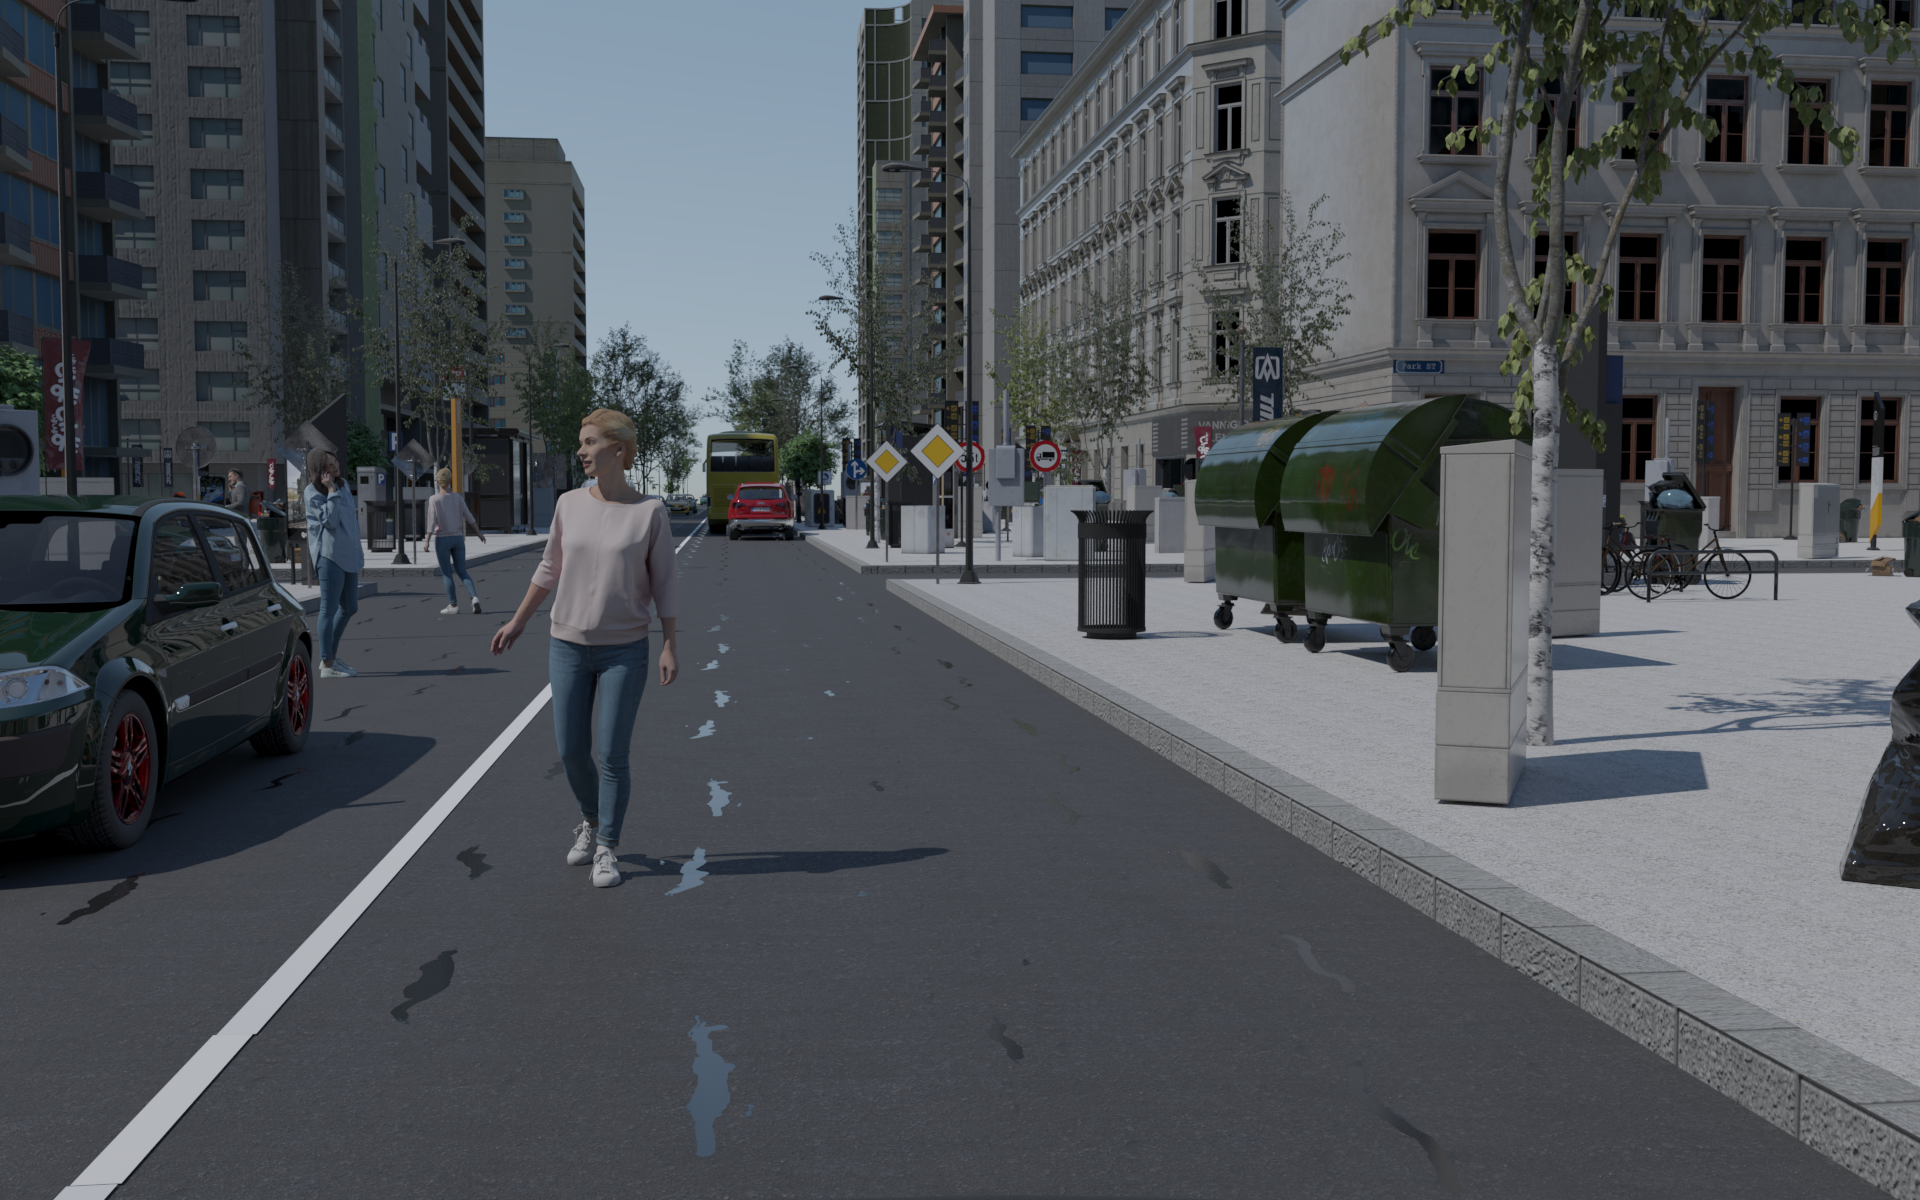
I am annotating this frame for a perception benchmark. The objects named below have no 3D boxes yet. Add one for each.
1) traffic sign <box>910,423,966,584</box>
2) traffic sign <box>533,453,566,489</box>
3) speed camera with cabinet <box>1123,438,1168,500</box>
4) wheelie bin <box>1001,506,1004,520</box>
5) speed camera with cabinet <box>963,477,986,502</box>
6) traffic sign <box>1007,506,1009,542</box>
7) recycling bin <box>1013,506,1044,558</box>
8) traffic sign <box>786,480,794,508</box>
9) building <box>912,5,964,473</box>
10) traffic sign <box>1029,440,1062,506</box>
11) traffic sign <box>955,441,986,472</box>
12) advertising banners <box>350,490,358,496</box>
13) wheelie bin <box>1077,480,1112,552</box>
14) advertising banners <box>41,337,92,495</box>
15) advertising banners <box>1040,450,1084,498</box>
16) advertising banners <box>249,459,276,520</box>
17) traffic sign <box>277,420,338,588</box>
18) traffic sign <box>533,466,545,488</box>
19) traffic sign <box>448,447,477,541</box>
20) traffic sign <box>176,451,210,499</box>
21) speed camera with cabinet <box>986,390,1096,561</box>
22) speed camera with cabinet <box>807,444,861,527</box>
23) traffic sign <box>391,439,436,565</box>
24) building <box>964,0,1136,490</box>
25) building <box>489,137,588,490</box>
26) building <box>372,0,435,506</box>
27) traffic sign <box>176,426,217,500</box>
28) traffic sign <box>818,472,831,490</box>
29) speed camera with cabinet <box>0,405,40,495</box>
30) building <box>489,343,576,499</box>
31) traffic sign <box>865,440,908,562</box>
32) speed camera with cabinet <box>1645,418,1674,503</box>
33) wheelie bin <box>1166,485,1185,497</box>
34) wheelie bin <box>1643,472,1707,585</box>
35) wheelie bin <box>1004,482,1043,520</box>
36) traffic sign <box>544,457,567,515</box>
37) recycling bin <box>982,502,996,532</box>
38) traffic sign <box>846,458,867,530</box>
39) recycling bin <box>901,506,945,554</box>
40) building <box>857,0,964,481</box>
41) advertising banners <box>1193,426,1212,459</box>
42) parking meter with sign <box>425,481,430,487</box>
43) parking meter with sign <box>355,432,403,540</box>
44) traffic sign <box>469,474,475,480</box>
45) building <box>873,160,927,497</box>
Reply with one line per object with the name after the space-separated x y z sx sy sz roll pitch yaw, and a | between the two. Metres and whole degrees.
-0.320 -1.282 24.610 0.795 2.450 0.064 0 4 -8 | traffic sign
-20.571 -5.604 85.499 2.265 3.308 0.079 0 3 0 | traffic sign
6.693 -4.153 62.244 0.660 3.252 2.038 3 5 43 | speed camera with cabinet
2.239 -4.842 87.079 0.980 1.594 0.693 1 4 17 | wheelie bin
1.318 -5.176 78.970 2.038 3.252 0.660 0 4 8 | speed camera with cabinet
1.291 -2.727 46.716 0.606 2.300 0.079 0 4 -7 | traffic sign
1.555 -1.399 35.429 0.722 1.027 0.722 -2 4 -33 | recycling bin
-8.910 -5.662 92.579 0.884 2.594 0.081 0 4 -7 | traffic sign
7.320 -30.734 157.122 22.147 44.769 28.867 0 4 -8 | building
1.998 -2.479 40.644 0.768 2.556 0.104 0 4 -7 | traffic sign
0.225 -2.523 41.353 0.768 2.556 0.104 0 4 -2 | traffic sign
-22.170 -4.093 63.112 2.074 3.025 0.090 -2 4 -29 | advertising banners
2.926 -1.876 38.582 0.980 1.594 0.693 2 4 32 | wheelie bin
-10.582 -1.394 18.984 2.074 3.025 0.090 -3 5 -43 | advertising banners
3.930 -4.395 68.052 2.074 3.025 0.090 -1 4 -21 | advertising banners
-34.746 -5.488 85.910 2.074 3.025 0.090 1 4 17 | advertising banners
-8.841 -1.214 23.496 0.795 2.450 0.064 0 4 -8 | traffic sign
-19.400 -4.848 79.373 0.768 2.556 0.104 0 4 -2 | traffic sign
-13.468 -2.865 46.949 0.768 2.556 0.104 0 4 -7 | traffic sign
-15.103 -2.086 34.210 0.768 2.556 0.104 0 4 1 | traffic sign
1.578 -2.379 33.230 2.038 3.252 0.660 0 4 4 | speed camera with cabinet
-4.935 -4.486 67.687 2.038 3.252 0.660 -1 4 -19 | speed camera with cabinet
-9.899 -1.698 31.411 0.795 2.450 0.064 0 4 -8 | traffic sign
10.803 -35.867 128.427 21.231 58.520 28.212 0 4 -8 | building
-63.047 -37.573 238.012 21.300 48.544 21.600 0 4 -8 | building
-50.701 -32.144 114.798 28.713 52.752 27.495 0 4 -8 | building
-14.279 -1.974 32.387 0.768 2.556 0.104 0 4 2 | traffic sign
-6.044 -4.609 77.480 0.606 2.300 0.079 0 4 -5 | traffic sign
-21.763 -2.813 40.323 0.660 3.252 2.038 2 4 32 | speed camera with cabinet
-62.795 -22.532 213.445 27.650 21.520 28.899 0 4 -8 | building
-1.377 -1.767 32.525 0.795 2.450 0.064 0 4 -8 | traffic sign
18.665 -3.149 45.820 0.660 3.252 2.038 3 4 36 | speed camera with cabinet
7.522 -3.178 59.861 0.693 1.594 0.980 2 4 34 | wheelie bin
10.135 -1.021 24.605 0.693 1.594 0.980 0 4 -3 | wheelie bin
1.705 -2.231 44.380 0.980 1.594 0.693 0 4 7 | wheelie bin
-13.854 -3.620 59.290 0.768 2.556 0.104 0 4 -7 | traffic sign
0.932 -2.803 58.377 0.722 1.027 0.722 2 4 24 | recycling bin
-3.709 -3.791 62.087 0.768 2.556 0.104 0 4 -7 | traffic sign
-0.796 -1.521 37.418 0.722 1.027 0.722 2 4 30 | recycling bin
-6.395 -50.019 256.064 20.563 71.187 20.611 0 4 -8 | building
6.911 -2.937 44.213 2.074 3.025 0.090 2 4 30 | advertising banners
-30.532 -6.253 98.499 1.738 3.016 0.543 0 4 -5 | parking meter with sign
-16.594 -3.217 48.861 1.738 3.016 0.543 1 4 21 | parking meter with sign
-17.890 -3.914 64.103 0.768 2.556 0.104 0 4 -1 | traffic sign
-3.955 -32.533 215.506 14.154 41.232 14.086 0 4 -8 | building
